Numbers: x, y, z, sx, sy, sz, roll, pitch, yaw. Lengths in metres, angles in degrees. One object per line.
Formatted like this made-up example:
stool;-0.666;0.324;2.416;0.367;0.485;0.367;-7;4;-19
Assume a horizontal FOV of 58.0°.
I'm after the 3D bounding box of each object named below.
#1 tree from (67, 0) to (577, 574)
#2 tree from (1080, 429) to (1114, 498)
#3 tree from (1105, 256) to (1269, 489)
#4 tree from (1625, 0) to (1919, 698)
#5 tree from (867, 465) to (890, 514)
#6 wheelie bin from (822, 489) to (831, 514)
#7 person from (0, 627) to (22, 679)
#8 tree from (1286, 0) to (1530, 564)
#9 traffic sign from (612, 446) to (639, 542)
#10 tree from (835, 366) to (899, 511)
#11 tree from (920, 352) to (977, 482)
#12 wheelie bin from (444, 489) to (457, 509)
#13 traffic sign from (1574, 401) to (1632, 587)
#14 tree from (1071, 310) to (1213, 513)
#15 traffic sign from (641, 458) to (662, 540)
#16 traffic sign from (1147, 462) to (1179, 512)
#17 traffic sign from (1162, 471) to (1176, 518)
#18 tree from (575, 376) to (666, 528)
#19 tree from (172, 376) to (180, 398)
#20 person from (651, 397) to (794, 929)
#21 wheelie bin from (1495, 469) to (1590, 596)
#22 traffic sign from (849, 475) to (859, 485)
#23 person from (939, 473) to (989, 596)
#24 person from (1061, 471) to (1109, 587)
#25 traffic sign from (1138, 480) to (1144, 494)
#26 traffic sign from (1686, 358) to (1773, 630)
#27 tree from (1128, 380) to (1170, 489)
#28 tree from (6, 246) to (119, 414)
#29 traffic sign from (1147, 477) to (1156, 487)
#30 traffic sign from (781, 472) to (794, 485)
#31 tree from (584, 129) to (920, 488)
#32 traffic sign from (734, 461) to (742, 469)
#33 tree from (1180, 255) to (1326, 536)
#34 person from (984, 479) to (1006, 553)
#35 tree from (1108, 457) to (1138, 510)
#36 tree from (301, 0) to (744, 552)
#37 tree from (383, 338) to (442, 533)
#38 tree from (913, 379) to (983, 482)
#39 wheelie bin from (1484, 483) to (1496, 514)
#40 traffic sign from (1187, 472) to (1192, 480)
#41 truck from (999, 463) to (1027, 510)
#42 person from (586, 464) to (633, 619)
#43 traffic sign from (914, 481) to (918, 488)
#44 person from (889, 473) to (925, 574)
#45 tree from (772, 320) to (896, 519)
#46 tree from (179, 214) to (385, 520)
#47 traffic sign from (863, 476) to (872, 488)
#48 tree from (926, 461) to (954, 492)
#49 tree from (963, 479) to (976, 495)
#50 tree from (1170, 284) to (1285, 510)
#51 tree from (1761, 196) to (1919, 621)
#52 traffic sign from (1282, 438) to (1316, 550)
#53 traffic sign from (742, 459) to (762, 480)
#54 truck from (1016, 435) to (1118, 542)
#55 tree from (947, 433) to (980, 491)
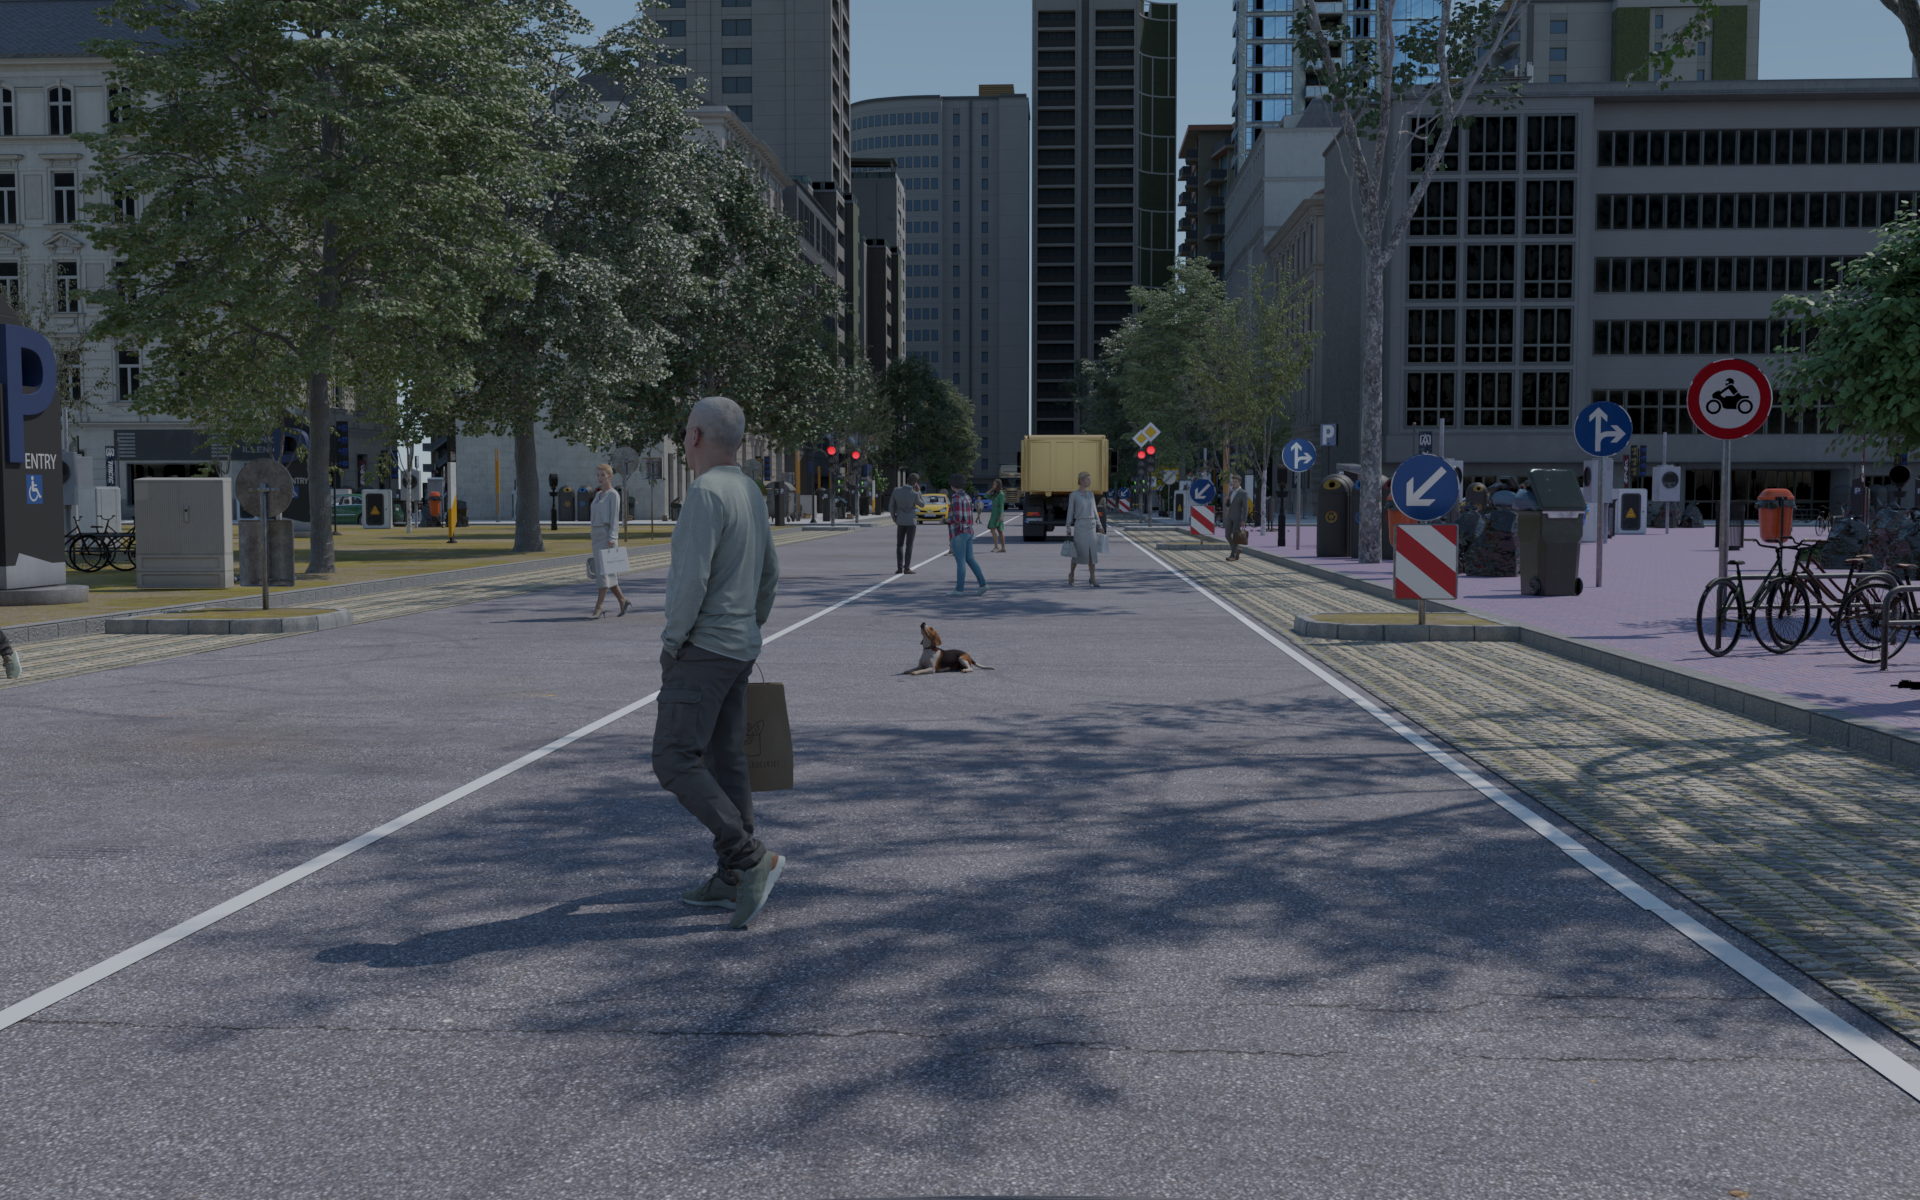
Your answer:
tree;-9.988;-6.717;27.946;7.486;12.596;7.792;0;3;0
tree;19.591;-18.681;222.442;9.611;12.733;9.660;0;3;0
tree;10.764;-10.049;82.424;7.486;12.596;7.792;0;3;0
tree;6.481;-5.201;10.784;9.928;11.665;9.643;0;3;0
tree;-5.326;-7.090;110.523;1.663;3.219;1.824;0;3;0
wheelie bin;-8.281;-6.216;109.539;0.693;1.594;0.980;2;4;28
person;-7.693;-0.267;13.345;0.782;1.767;0.515;2;4;26
tree;8.913;-10.700;30.835;12.611;20.169;13.585;0;3;0
traffic sign;-8.960;-2.829;46.355;0.768;2.556;0.104;1;4;9
tree;-5.628;-8.959;96.840;4.360;8.622;3.978;0;3;0
tree;-3.815;-13.433;136.641;9.611;12.733;9.660;0;3;0
wheelie bin;-30.322;-5.839;103.381;0.693;1.594;0.980;3;5;42
traffic sign;8.822;-1.452;23.843;0.768;2.556;0.104;1;4;10
tree;12.846;-12.989;119.028;9.857;13.997;8.962;0;3;0
traffic sign;-8.641;-2.842;48.589;0.606;2.300;0.079;0;4;7
traffic sign;12.813;-7.007;108.440;2.265;3.308;0.079;1;4;9
traffic sign;11.359;-5.747;94.069;0.768;2.556;0.104;1;4;9
tree;-12.762;-7.047;65.579;4.360;8.622;3.978;0;3;0
tree;-27.539;-7.011;64.998;4.737;8.622;4.395;0;3;0
person;-0.780;0.179;6.055;0.515;1.767;0.782;1;4;13
wheelie bin;7.458;-0.862;21.997;0.980;1.594;0.693;-1;4;-11
traffic sign;-6.877;-6.882;112.626;0.768;2.556;0.104;1;4;9
person;0.054;-0.919;24.362;0.643;1.720;0.563;2;4;23
person;1.931;-1.102;26.873;0.694;1.780;0.624;-1;4;-16
traffic sign;13.749;-7.988;130.606;0.884;2.594;0.081;1;4;9
traffic sign;7.218;-0.992;16.333;0.768;2.556;0.104;0;4;8
tree;12.493;-9.474;105.265;4.360;8.622;3.978;0;3;0
tree;-28.078;-6.241;52.405;4.360;8.622;3.978;0;3;0
traffic sign;11.318;-6.142;102.559;0.606;2.300;0.079;0;4;4
traffic sign;-8.108;-4.854;81.495;0.606;2.300;0.079;0;4;8
tree;-7.885;-8.438;54.964;9.611;12.733;9.660;0;3;0
traffic sign;-8.715;-4.056;66.416;0.768;2.556;0.104;1;4;10
tree;9.225;-6.312;53.558;4.737;8.622;4.395;0;3;0
person;0.933;-2.052;42.301;0.529;1.795;0.600;-2;4;-34
tree;14.222;-9.558;139.980;4.285;4.588;4.351;0;3;0
tree;-9.660;-8.050;38.273;9.857;13.997;8.962;0;3;0
tree;-18.253;-6.495;56.557;4.737;8.622;4.395;0;3;0
tree;-1.329;-15.451;170.748;7.486;12.596;7.792;0;3;0
wheelie bin;9.737;-1.404;30.868;0.693;1.594;0.980;0;4;-1
traffic sign;13.472;-6.230;101.863;0.884;2.594;0.081;1;4;11
truck;4.814;-10.334;157.870;2.839;4.237;11.283;0;4;3
person;-4.039;-0.680;19.975;0.624;1.780;0.694;-2;4;-28
traffic sign;-3.989;-9.163;149.928;0.768;2.556;0.104;0;4;6
person;-0.958;-1.368;31.043;0.592;1.802;0.473;2;4;33
tree;-6.787;-9.443;88.813;7.601;10.594;8.767;0;3;0
tree;-17.835;-5.806;45.288;4.737;8.622;4.395;0;3;0
traffic sign;-5.756;-6.562;108.480;0.795;2.450;0.064;0;4;8
tree;-1.531;-10.790;160.135;4.285;4.588;4.351;0;3;0
tree;1.289;-14.152;225.989;1.663;3.219;1.824;0;3;0
tree;9.544;-6.779;61.201;4.360;8.622;3.978;0;3;0
tree;10.119;-2.069;17.537;4.285;4.588;4.351;0;3;0
traffic sign;7.776;-2.426;39.774;0.768;2.556;0.104;1;4;8
traffic sign;-7.522;-3.825;62.648;0.768;2.556;0.104;1;4;12
truck;3.404;-3.648;55.576;3.469;3.379;9.791;0;4;4
tree;-0.149;-14.350;184.981;4.360;8.622;3.978;0;3;0
